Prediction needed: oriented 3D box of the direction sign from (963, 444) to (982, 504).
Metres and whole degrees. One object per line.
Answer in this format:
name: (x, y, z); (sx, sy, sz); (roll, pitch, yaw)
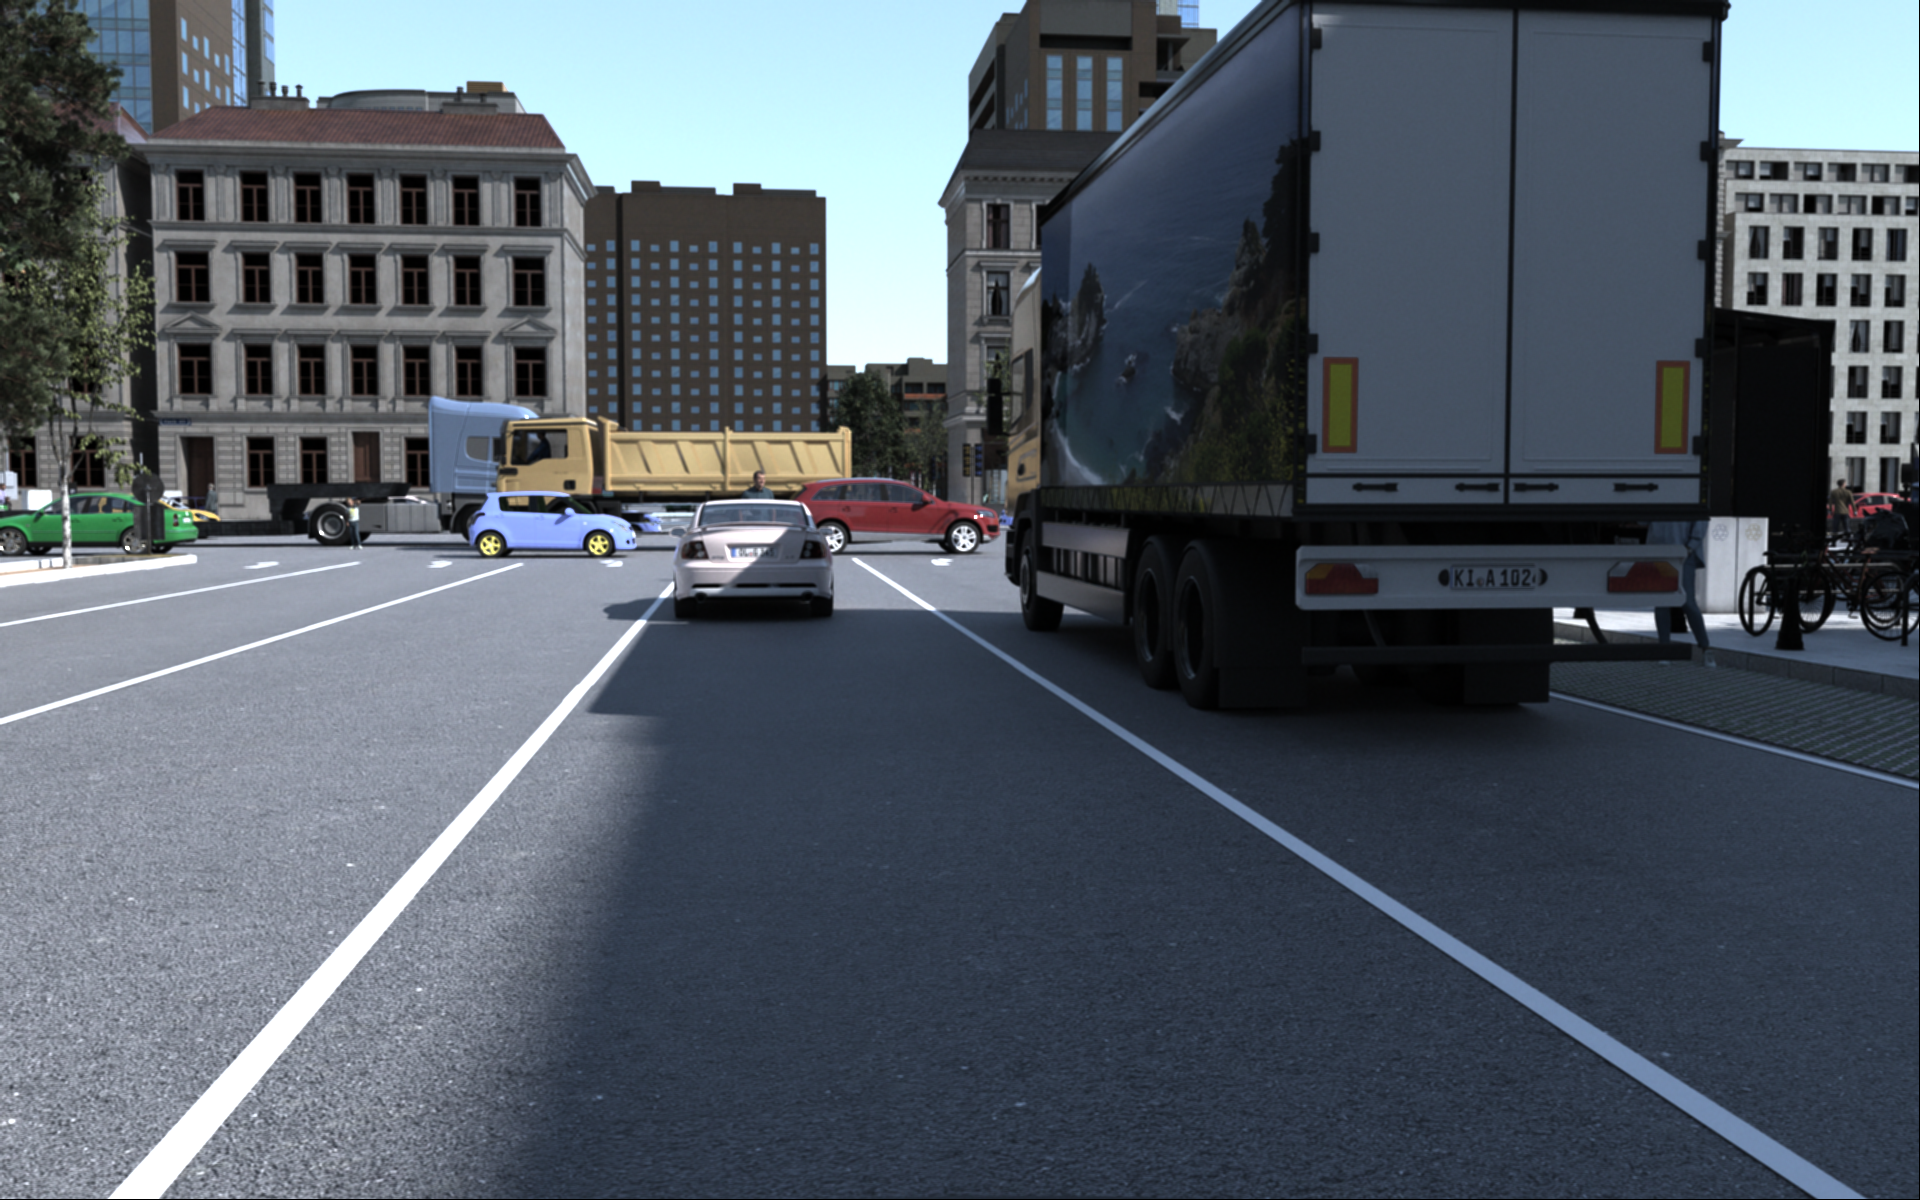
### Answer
direction sign: (0.563, -5.250, 77.830); (0.876, 3.537, 0.379); (0, 4, 7)

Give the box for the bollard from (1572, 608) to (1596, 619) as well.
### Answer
bollard: (6.432, -0.109, 17.832); (0.229, 0.601, 0.229); (0, 3, 0)

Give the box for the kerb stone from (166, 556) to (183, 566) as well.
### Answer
kerb stone: (-15.803, -0.758, 34.593); (0.120, 0.150, 1.000); (0, 4, -7)

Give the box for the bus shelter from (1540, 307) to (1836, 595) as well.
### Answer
bus shelter: (9.917, -2.059, 24.945); (1.731, 3.624, 6.357); (0, 4, -7)

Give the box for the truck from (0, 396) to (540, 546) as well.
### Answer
truck: (-20.302, -3.557, 47.921); (18.799, 4.110, 2.967); (0, 4, -6)

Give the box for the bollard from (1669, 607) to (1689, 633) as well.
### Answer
bollard: (6.642, -0.001, 16.059); (0.229, 0.601, 0.229); (0, 3, 0)

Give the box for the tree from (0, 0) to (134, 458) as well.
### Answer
tree: (-16.511, -6.242, 26.565); (6.751, 12.117, 7.091); (0, 3, 0)

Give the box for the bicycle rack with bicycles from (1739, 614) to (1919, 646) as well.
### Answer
bicycle rack with bicycles: (8.359, -0.147, 15.791); (2.925, 0.926, 2.852); (-1, 4, -16)

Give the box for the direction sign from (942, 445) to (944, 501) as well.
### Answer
direction sign: (-0.787, -5.396, 80.223); (0.379, 3.537, 0.876); (0, 4, 3)

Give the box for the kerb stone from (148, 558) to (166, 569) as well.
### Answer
kerb stone: (-15.675, -0.694, 33.573); (0.120, 0.150, 1.000); (0, 4, -7)

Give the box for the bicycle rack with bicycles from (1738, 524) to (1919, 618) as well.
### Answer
bicycle rack with bicycles: (9.985, -0.404, 19.991); (2.925, 0.926, 2.852); (2, 4, 29)

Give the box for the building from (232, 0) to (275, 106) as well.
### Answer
building: (-77.504, -51.899, 161.215); (31.000, 86.520, 22.319); (0, 4, -7)

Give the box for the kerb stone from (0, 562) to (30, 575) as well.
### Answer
kerb stone: (-17.637, -0.617, 32.291); (0.120, 0.150, 1.000); (0, 4, -7)

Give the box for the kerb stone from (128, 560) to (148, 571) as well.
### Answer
kerb stone: (-15.554, -0.633, 32.545); (0.120, 0.150, 1.000); (0, 4, -7)

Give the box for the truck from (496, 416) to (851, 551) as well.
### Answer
truck: (-7.732, -2.976, 44.579); (9.791, 3.379, 3.469); (0, 4, -5)

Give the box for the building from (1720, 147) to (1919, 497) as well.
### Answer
building: (49.465, -14.983, 99.722); (16.860, 20.320, 10.420); (0, 4, -7)

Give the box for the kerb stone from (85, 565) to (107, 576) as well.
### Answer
kerb stone: (-15.321, -0.505, 30.495); (0.120, 0.150, 1.000); (0, 4, -7)

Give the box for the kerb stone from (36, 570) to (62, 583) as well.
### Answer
kerb stone: (-15.063, -0.383, 28.453); (0.120, 0.150, 1.000); (0, 4, -7)

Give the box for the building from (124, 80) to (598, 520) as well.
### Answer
building: (-30.107, -15.557, 90.516); (21.152, 22.565, 11.583); (0, 4, -7)

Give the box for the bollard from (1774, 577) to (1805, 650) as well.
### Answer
bollard: (6.856, 0.107, 14.294); (0.229, 0.601, 0.229); (0, 3, 0)

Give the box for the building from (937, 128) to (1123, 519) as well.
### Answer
building: (1.084, -14.813, 93.095); (40.483, 20.767, 10.553); (0, 4, -7)

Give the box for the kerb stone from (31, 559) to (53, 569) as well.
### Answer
kerb stone: (-17.757, -0.680, 33.314); (0.120, 0.150, 1.000); (0, 4, -7)

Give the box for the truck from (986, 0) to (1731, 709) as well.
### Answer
truck: (2.270, -1.590, 14.907); (2.839, 4.237, 11.283); (0, 4, -7)

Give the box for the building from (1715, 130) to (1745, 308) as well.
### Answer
building: (31.072, -16.379, 96.681); (19.941, 23.489, 11.050); (0, 4, -7)

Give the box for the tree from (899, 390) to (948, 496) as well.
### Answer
tree: (-2.062, -10.503, 122.082); (4.360, 8.622, 3.978); (0, 3, 0)

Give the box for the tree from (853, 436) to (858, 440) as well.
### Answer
tree: (-10.654, -13.224, 166.575); (4.360, 8.622, 3.978); (0, 3, 0)

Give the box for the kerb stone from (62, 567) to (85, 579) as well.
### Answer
kerb stone: (-15.194, -0.444, 29.473); (0.120, 0.150, 1.000); (0, 4, -7)

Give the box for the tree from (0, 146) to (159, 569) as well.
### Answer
tree: (-16.930, -4.873, 32.495); (4.737, 8.622, 4.395); (0, 3, 0)

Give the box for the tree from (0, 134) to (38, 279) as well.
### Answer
tree: (-15.179, -5.980, 17.237); (9.611, 12.733, 9.660); (0, 3, 0)

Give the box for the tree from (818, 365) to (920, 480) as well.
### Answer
tree: (-8.257, -14.490, 153.927); (9.611, 12.733, 9.660); (0, 3, 0)

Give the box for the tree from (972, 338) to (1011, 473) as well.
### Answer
tree: (2.671, -8.082, 82.501); (4.737, 8.622, 4.395); (0, 3, 0)

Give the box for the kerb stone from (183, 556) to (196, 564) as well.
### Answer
kerb stone: (-15.927, -0.821, 35.616); (0.120, 0.150, 1.000); (0, 4, -7)

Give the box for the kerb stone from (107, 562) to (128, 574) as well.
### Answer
kerb stone: (-15.430, -0.571, 31.524); (0.120, 0.150, 1.000); (0, 4, -7)

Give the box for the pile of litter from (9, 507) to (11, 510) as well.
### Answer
pile of litter: (-44.154, -4.080, 80.674); (1.176, 0.858, 1.719); (0, 4, -2)

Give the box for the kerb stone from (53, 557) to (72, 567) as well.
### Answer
kerb stone: (-17.877, -0.742, 34.334); (0.120, 0.150, 1.000); (0, 4, -7)

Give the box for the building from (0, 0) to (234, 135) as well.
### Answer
building: (-65.568, -29.654, 134.948); (14.600, 45.320, 14.200); (0, 4, -7)

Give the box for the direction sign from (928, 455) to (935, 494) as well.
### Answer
direction sign: (-1.647, -6.672, 101.086); (0.379, 3.537, 0.876); (-2, 4, -27)

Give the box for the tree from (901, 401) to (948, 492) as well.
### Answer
tree: (-2.491, -11.197, 133.435); (4.737, 8.622, 4.395); (0, 3, 0)

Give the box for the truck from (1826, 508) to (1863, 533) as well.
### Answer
truck: (32.457, -4.059, 56.131); (18.799, 4.110, 2.967); (0, 4, -7)

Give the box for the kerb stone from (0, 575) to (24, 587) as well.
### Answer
kerb stone: (-14.949, -0.320, 27.432); (0.120, 0.150, 1.000); (0, 4, -7)

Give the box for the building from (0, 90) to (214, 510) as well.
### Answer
building: (-51.084, -15.391, 87.804); (21.152, 22.565, 11.583); (0, 4, -7)
